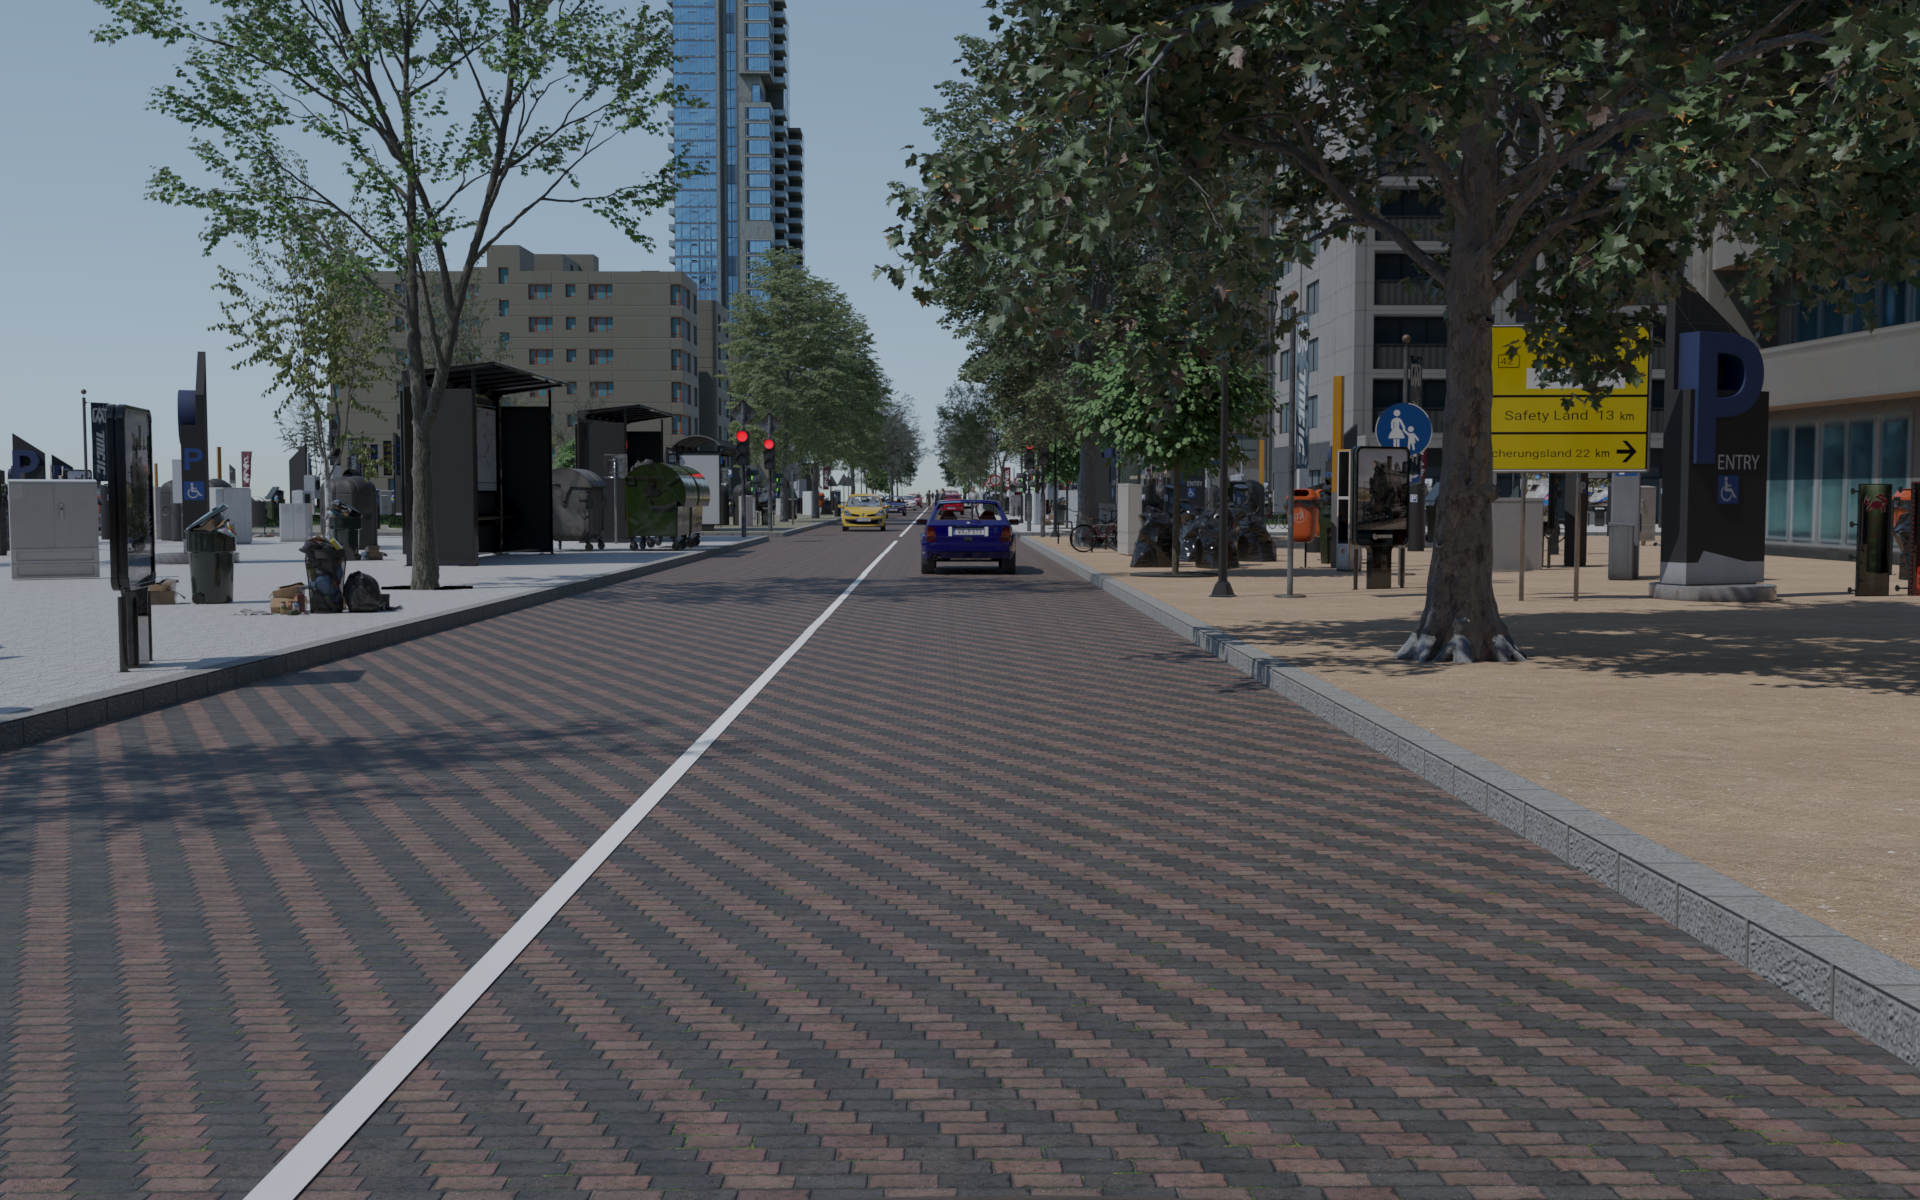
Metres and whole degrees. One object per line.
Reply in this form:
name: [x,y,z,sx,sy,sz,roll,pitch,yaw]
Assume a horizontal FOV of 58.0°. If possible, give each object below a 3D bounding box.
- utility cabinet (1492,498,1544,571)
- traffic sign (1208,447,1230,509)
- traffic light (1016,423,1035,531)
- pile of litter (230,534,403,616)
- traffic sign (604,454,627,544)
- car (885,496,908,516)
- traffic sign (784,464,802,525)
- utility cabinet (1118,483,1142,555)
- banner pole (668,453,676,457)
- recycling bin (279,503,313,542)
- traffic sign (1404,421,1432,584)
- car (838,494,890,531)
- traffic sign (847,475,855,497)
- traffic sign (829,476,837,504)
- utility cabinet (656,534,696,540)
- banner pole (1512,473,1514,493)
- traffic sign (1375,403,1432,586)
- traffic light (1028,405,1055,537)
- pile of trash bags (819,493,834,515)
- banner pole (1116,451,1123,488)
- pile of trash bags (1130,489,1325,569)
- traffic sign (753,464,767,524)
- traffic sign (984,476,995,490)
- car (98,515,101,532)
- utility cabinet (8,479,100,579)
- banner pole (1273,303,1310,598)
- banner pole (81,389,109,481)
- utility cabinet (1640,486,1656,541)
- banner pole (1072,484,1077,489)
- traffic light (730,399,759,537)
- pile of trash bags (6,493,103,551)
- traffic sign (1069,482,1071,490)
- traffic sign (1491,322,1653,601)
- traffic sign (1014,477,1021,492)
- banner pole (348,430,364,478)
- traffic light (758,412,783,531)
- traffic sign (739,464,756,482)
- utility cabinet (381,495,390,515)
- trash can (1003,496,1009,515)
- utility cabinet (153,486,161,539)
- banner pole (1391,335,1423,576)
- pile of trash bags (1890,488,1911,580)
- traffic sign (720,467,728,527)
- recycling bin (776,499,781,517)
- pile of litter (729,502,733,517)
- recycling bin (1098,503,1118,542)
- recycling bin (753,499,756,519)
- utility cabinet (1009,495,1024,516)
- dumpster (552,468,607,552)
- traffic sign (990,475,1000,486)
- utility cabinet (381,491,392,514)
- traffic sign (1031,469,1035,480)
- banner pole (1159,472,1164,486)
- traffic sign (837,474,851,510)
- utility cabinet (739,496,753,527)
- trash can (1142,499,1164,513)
utility cabinet: [9.273,-1.096,29.085,1.020,1.237,0.306,-1,4,-17]
traffic sign: [5.110,-2.157,35.366,0.768,2.556,0.104,0,4,6]
traffic light: [2.361,-4.317,59.504,0.839,4.253,0.868,0,4,-1]
pile of litter: [-6.988,-0.299,18.854,1.719,0.858,1.176,-1,4,-14]
traffic sign: [-8.846,-2.590,44.475,0.606,2.300,0.079,0,4,4]
car: [-4.371,-6.181,113.643,1.945,1.354,3.894,0,4,-1]
traffic sign: [-7.005,-4.429,72.528,0.768,2.556,0.104,0,4,6]
utility cabinet: [3.581,-1.697,36.425,0.318,1.500,1.173,0,4,-5]
banner pole: [-15.387,-6.339,93.665,0.863,3.779,0.401,-2,4,-32]
recycling bin: [-17.928,-2.093,46.779,0.722,1.027,0.722,-1,4,-10]
traffic sign: [6.341,-1.508,24.765,0.768,2.556,0.104,0,4,6]
car: [-3.748,-3.522,67.813,2.015,1.641,3.980,0,4,-2]
traffic sign: [-7.506,-7.129,116.564,0.884,2.594,0.081,0,4,0]
traffic sign: [-8.902,-7.358,120.314,0.884,2.594,0.081,0,4,4]
utility cabinet: [-7.855,-2.393,47.808,0.318,1.500,1.173,3,5,41]
banner pole: [22.529,-4.926,70.563,0.401,3.779,0.863,1,4,20]
traffic sign: [6.190,-1.476,24.243,0.768,2.556,0.104,1,4,8]
traffic light: [2.448,-3.829,51.519,0.839,4.253,0.868,0,4,-1]
pile of trash bags: [-8.764,-6.004,107.920,1.912,1.369,3.447,0,4,0]
banner pole: [8.212,-6.086,89.518,0.863,3.779,0.401,-3,5,-43]
pile of trash bags: [4.624,-1.263,30.404,3.447,1.369,1.912,2,4,25]
traffic sign: [-8.650,-4.555,74.482,0.884,2.594,0.081,0,3,0]
traffic sign: [2.116,-7.541,123.291,0.884,2.594,0.081,0,4,3]
car: [-29.851,-2.657,56.018,3.894,1.354,1.945,0,3,0]
utility cabinet: [-13.622,-1.062,26.047,1.173,1.500,0.318,-2,4,-31]
banner pole: [4.129,-1.906,21.187,0.401,3.779,0.863,0,4,-7]
banner pole: [-20.757,-3.153,41.571,0.401,3.779,0.863,2,4,32]
utility cabinet: [18.316,-2.341,46.947,1.173,1.500,0.318,-2,4,-24]
banner pole: [7.077,-7.238,108.354,0.863,3.779,0.401,-3,5,-44]
traffic light: [-6.412,-3.822,51.406,0.839,4.253,0.868,0,4,-1]
pile of trash bags: [-21.299,-1.841,39.846,3.447,1.369,1.912,1,4,11]
traffic sign: [5.305,-5.098,83.451,0.768,2.556,0.104,0,4,4]
traffic sign: [7.057,-1.638,20.653,2.265,3.308,0.079,0,4,4]
traffic sign: [4.124,-7.321,119.806,0.768,2.556,0.104,0,4,4]
banner pole: [-23.583,-4.759,67.822,0.401,3.779,0.863,3,4,37]
traffic light: [-6.500,-4.310,59.391,0.839,4.253,0.868,0,4,-1]
traffic sign: [-8.885,-4.435,72.614,0.768,2.556,0.104,1,4,9]
utility cabinet: [-31.602,-5.109,94.701,0.306,1.237,1.020,1,4,17]
trash can: [2.912,-5.922,108.478,0.748,1.137,0.748,0,3,0]
utility cabinet: [-22.957,-2.475,49.141,1.173,1.500,0.318,3,4,38]
banner pole: [7.151,-2.291,27.478,0.401,3.779,0.863,3,4,38]
pile of trash bags: [14.972,-0.995,26.019,1.912,1.369,3.447,0,4,1]
traffic sign: [-9.189,-3.937,66.493,0.606,2.300,0.079,0,4,5]
recycling bin: [-10.001,-5.245,98.303,0.722,1.027,0.722,-2,4,-24]
pile of litter: [-12.610,-5.103,97.399,1.176,0.858,1.719,0,4,4]
recycling bin: [3.869,-2.076,46.499,0.722,1.027,0.722,0,4,8]
recycling bin: [-10.773,-4.637,88.367,0.722,1.027,0.722,0,4,-4]
utility cabinet: [3.420,-5.552,101.933,1.020,1.237,0.306,-1,4,-22]
dumpster: [-8.788,-2.048,39.248,1.264,1.857,1.865,0,4,-1]
traffic sign: [2.303,-6.885,112.673,0.768,2.556,0.104,0,4,0]
utility cabinet: [-35.564,-6.036,107.373,0.318,1.500,1.173,3,5,39]
traffic sign: [3.669,-4.920,80.541,0.768,2.556,0.104,0,4,3]
banner pole: [11.830,-6.846,101.941,0.401,3.779,0.863,2,4,30]
traffic sign: [-7.283,-6.647,108.683,0.884,2.594,0.081,0,4,5]
utility cabinet: [-8.460,-3.498,68.360,0.306,1.237,1.020,-1,4,-23]
trash can: [5.288,-2.201,47.641,0.748,1.137,0.748,0,3,0]
